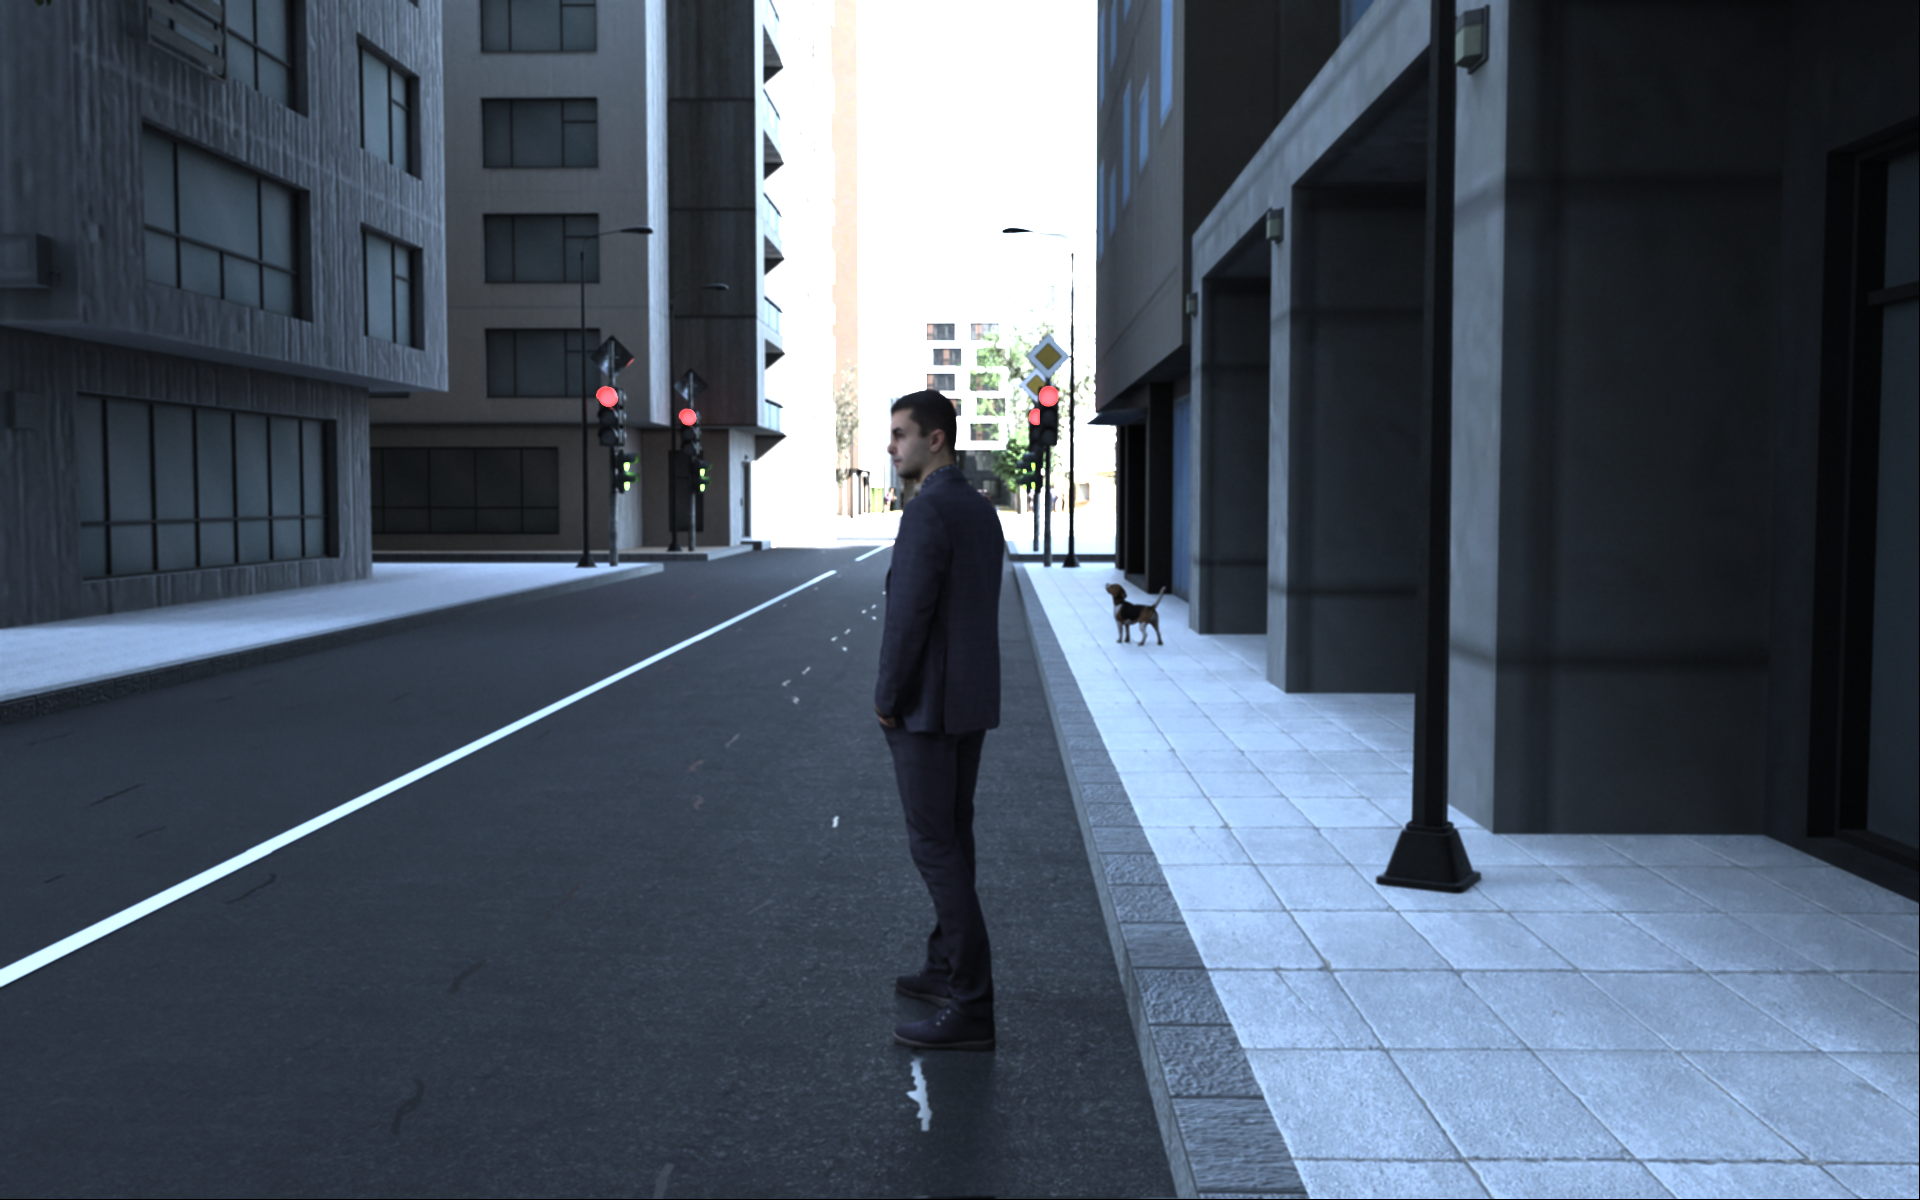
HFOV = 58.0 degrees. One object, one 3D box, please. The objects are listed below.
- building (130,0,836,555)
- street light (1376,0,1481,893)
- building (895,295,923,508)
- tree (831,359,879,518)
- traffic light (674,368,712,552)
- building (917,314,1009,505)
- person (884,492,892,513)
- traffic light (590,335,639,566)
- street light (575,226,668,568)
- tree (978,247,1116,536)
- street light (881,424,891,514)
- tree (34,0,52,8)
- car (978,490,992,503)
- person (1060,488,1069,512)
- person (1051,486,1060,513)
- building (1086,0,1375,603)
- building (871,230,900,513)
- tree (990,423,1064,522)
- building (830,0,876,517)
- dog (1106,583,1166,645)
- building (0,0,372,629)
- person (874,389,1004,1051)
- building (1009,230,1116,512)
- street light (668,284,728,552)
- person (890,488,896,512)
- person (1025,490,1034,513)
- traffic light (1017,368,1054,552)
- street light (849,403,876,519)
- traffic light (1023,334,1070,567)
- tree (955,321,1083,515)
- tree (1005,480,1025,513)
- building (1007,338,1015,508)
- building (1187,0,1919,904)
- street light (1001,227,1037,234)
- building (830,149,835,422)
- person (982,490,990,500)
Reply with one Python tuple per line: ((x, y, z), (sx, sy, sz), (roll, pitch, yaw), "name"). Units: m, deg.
((-10.910, -22.062, 44.312), (14.154, 41.232, 14.086), (0, 4, 1), "building")
((1.013, -2.021, 5.580), (1.470, 5.913, 1.316), (0, 4, 1), "street light")
((-11.681, -18.741, 162.835), (16.016, 20.091, 11.380), (0, 4, 1), "building")
((-6.485, -8.749, 93.415), (4.360, 8.622, 3.978), (0, 3, 0), "tree")
((-5.981, -3.040, 38.619), (0.839, 4.253, 0.868), (0, 4, 1), "traffic light")
((-8.278, -22.454, 211.092), (32.646, 21.610, 27.936), (0, 4, 1), "building")
((-4.931, -6.696, 118.758), (0.421, 1.427, 0.697), (-2, 4, -35), "person")
((-6.130, -2.551, 30.635), (0.839, 4.253, 0.868), (0, 4, 1), "traffic light")
((-6.017, -3.527, 30.206), (1.470, 5.913, 1.316), (0, 4, 1), "street light")
((2.716, -6.237, 52.340), (4.360, 8.622, 3.978), (0, 3, 0), "tree")
((-4.463, -8.583, 112.879), (1.470, 5.913, 1.316), (0, 4, 1), "street light")
((-7.185, -3.685, 10.615), (4.737, 8.622, 4.395), (0, 3, 0), "tree")
((1.923, -9.679, 166.932), (2.281, 1.827, 5.304), (0, 4, 2), "car")
((7.369, -7.073, 122.397), (0.721, 1.735, 1.217), (2, 4, 35), "person")
((6.355, -6.707, 115.574), (0.709, 1.838, 0.599), (-3, 4, -37), "person")
((9.142, -22.758, 22.211), (14.600, 45.320, 14.200), (0, 4, 1), "building")
((-13.696, -16.113, 129.902), (16.747, 18.905, 31.486), (0, 4, 1), "building")
((3.117, -5.895, 80.097), (4.285, 4.588, 4.351), (0, 3, 0), "tree")
((-12.401, -27.709, 103.157), (14.600, 45.320, 14.200), (0, 4, 1), "building")
((1.501, 0.122, 14.834), (0.540, 0.507, 0.406), (1, 4, 10), "dog")
((-14.966, -20.698, 22.013), (14.086, 41.232, 14.154), (0, 4, 1), "building")
((-0.056, 0.290, 4.676), (0.530, 1.710, 0.541), (2, 4, 34), "person")
((11.863, -16.725, 129.867), (16.016, 20.091, 11.380), (0, 4, 1), "building")
((-5.837, -4.035, 38.507), (1.470, 5.913, 1.316), (0, 4, 1), "street light")
((-4.757, -7.093, 122.729), (0.721, 1.735, 1.217), (-1, 4, -21), "person")
((4.734, -6.927, 119.166), (0.709, 1.838, 0.599), (3, 5, 42), "person")
((1.680, -3.032, 38.492), (0.839, 4.253, 0.868), (0, 4, 1), "traffic light")
((-4.960, -7.075, 88.219), (1.470, 5.913, 1.316), (0, 4, 1), "street light")
((1.531, -2.544, 30.509), (0.839, 4.253, 0.868), (0, 4, 1), "traffic light")
((3.483, -10.990, 105.444), (9.928, 11.665, 9.643), (0, 3, 0), "tree")
((3.821, -7.460, 116.580), (1.663, 3.219, 1.824), (0, 3, 0), "tree")
((13.285, -18.818, 174.138), (16.747, 18.905, 31.486), (0, 4, 1), "building")
((12.206, -34.602, 3.989), (20.563, 71.187, 20.611), (0, 4, 1), "building")
((1.415, -3.529, 30.248), (1.470, 5.913, 1.316), (0, 4, 1), "street light")
((-20.541, -14.036, 74.535), (27.650, 21.520, 28.899), (0, 4, 1), "building")
((1.884, -7.967, 139.554), (1.217, 1.735, 0.721), (-2, 4, -24), "person")
